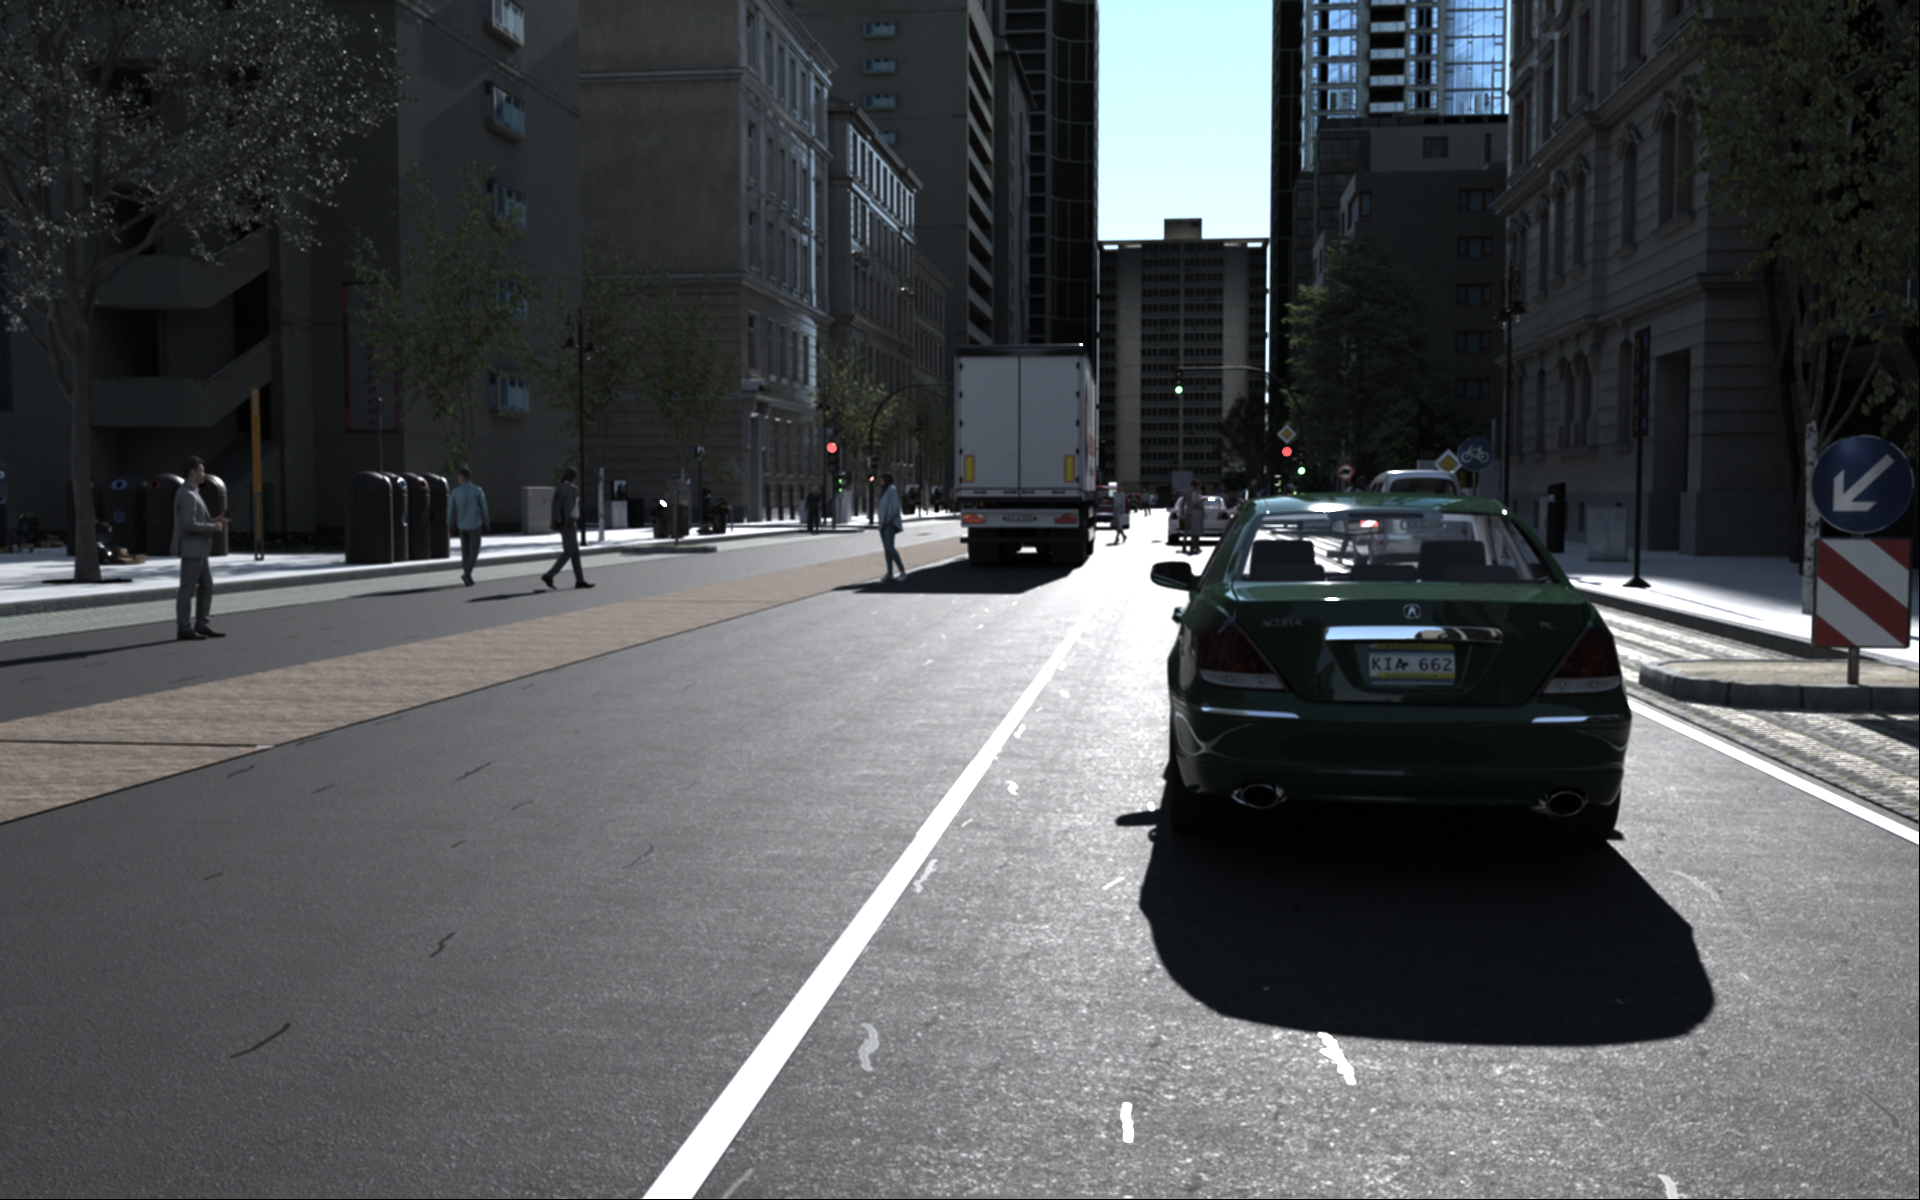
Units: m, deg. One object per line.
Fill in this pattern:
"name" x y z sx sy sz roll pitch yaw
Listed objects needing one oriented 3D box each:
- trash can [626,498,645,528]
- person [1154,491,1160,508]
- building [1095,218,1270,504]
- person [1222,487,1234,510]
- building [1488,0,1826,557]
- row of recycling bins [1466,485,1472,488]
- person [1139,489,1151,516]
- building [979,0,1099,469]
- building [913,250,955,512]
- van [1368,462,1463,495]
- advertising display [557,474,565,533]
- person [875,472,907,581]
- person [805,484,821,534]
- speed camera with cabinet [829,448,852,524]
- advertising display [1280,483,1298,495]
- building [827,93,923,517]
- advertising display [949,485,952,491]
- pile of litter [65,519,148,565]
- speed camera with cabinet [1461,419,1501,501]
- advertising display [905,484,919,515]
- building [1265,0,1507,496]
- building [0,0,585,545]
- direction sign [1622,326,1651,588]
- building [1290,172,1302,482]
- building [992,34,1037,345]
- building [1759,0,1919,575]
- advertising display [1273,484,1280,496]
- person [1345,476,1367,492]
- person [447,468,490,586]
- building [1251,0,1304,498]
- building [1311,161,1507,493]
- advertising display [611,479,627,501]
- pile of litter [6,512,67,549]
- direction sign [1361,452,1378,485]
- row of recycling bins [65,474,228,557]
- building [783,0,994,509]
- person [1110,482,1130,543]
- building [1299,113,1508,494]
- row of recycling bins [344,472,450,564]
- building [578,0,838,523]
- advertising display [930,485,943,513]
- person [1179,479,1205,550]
"trash can" -12.205 -3.275 65.192 0.748 1.137 0.748 0 3 0
"person" 20.838 -10.640 183.398 0.756 1.711 0.436 -1 4 -14
"building" 31.551 -33.934 246.704 23.993 40.220 32.217 0 4 7
"person" 12.570 -4.450 81.845 0.643 1.750 0.593 -2 4 -35
"building" 22.676 -15.759 45.057 14.401 28.519 23.554 0 4 7
"row of recycling bins" 21.674 -4.212 75.977 3.534 1.692 1.069 -1 4 -20
"person" 12.079 -6.374 113.205 0.782 1.767 0.515 2 4 30
"building" 8.605 -49.157 241.965 20.611 71.187 20.563 0 4 7
"building" -7.493 -18.047 131.220 11.583 22.565 21.152 0 4 7
"van" 8.224 -1.517 31.815 2.013 2.044 4.112 0 4 7
"advertising display" -13.060 -3.153 56.763 0.123 1.923 0.974 -1 4 -21
"person" -1.144 -1.225 28.792 0.793 1.790 0.793 3 4 37
"person" -5.191 -3.196 61.168 0.576 1.772 0.534 -1 4 -12
"speed camera with cabinet" -5.193 -4.943 75.160 0.660 3.252 2.038 1 4 9
"advertising display" 19.745 -6.010 103.477 0.974 1.923 0.123 0 4 -8
"building" -10.214 -19.006 108.018 12.463 27.353 25.104 0 4 7
"advertising display" -0.623 -7.138 121.917 0.123 1.923 0.974 1 4 9
"pile of litter" -15.616 -1.100 31.951 1.176 0.858 1.719 -1 4 -15
"speed camera with cabinet" 13.912 -3.186 46.427 0.660 3.252 2.038 0 4 2
"advertising display" -2.987 -6.326 108.641 0.974 1.923 0.123 1 4 13
"building" 58.105 -56.474 236.027 31.000 86.520 22.319 0 4 7
"building" -25.518 -26.256 52.986 21.600 48.544 21.300 0 4 7
"direction sign" 9.342 -1.946 23.810 0.379 3.537 0.876 1 4 10
"building" 36.997 -23.561 156.920 14.160 30.474 14.107 0 4 7
"building" -5.777 -37.773 206.820 27.495 52.752 28.713 0 4 7
"building" 21.243 -9.635 24.977 16.820 18.784 16.811 0 4 7
"advertising display" 20.344 -6.404 109.924 0.974 1.923 0.123 -1 4 -17
"person" 8.073 -1.640 35.587 0.793 1.790 0.793 0 4 2
"person" -7.761 -1.151 27.175 0.638 1.841 0.748 1 4 9
"building" 45.119 -46.807 203.547 20.563 71.187 20.611 0 4 7
"building" 36.713 -15.959 105.975 27.650 21.520 28.899 0 4 7
"advertising display" -14.834 -4.294 75.416 0.123 1.923 0.974 2 4 25
"pile of litter" -22.027 -1.680 41.426 1.176 0.858 1.719 2 4 28
"direction sign" 21.962 -6.176 92.967 0.876 3.537 0.379 0 4 -6
"row of recycling bins" -16.936 -1.772 36.085 3.534 1.692 1.069 1 4 8
"building" -8.636 -32.704 158.410 21.300 48.544 21.600 0 4 7
"person" 4.721 -2.568 50.843 0.624 1.780 0.694 -1 4 -23
"building" 34.573 -22.259 135.642 14.160 30.474 14.107 0 4 7
"row of recycling bins" -10.826 -1.602 33.298 1.069 1.692 3.534 0 4 6
"building" -14.477 -18.337 85.708 13.634 28.700 20.117 0 4 7
"advertising display" -1.603 -6.951 118.868 0.974 1.923 0.123 -2 4 -33
"person" 5.984 -2.204 44.661 0.709 1.813 0.853 1 4 19
